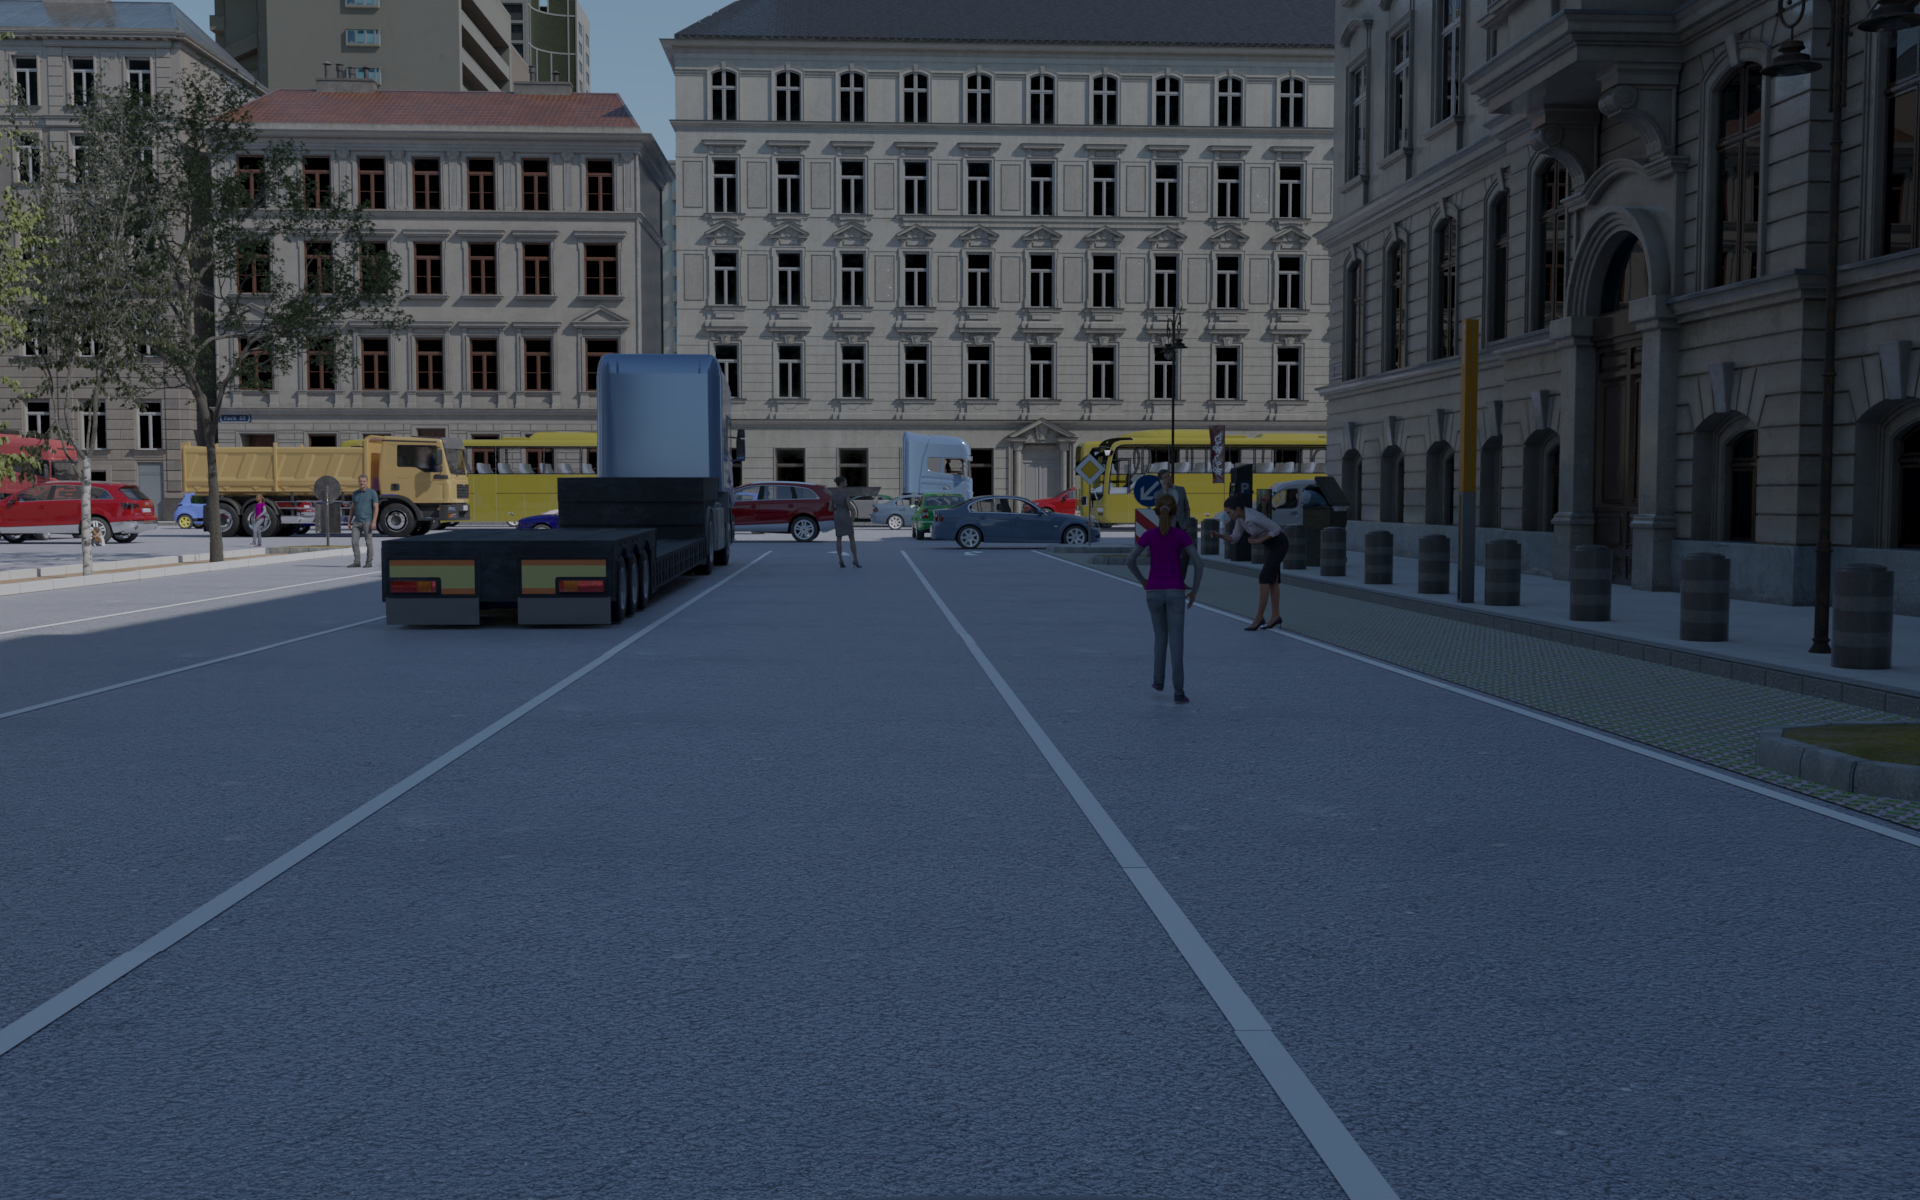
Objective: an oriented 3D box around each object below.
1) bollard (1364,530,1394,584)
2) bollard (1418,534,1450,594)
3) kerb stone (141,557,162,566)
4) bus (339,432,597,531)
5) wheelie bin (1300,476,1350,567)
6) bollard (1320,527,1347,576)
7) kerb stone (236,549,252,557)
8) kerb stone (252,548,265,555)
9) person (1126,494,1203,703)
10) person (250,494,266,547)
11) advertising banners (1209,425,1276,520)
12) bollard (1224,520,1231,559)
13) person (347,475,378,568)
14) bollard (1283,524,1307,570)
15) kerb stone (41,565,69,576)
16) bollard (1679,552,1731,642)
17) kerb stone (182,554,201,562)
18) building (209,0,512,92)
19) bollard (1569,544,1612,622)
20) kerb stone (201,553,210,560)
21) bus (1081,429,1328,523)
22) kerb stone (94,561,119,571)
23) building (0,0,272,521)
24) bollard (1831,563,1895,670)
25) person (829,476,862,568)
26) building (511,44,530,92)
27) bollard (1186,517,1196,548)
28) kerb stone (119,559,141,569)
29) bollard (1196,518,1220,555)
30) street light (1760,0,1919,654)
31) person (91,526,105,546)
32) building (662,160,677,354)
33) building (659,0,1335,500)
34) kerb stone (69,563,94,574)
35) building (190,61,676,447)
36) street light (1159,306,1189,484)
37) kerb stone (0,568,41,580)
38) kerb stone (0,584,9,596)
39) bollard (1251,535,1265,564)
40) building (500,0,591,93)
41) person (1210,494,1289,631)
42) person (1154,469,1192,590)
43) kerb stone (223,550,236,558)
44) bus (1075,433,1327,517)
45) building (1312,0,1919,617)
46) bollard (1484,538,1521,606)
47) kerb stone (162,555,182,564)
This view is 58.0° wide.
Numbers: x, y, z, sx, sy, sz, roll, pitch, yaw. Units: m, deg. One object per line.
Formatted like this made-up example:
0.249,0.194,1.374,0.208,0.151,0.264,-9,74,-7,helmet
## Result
5.987,-0.614,24.751,0.404,0.777,0.398,0,3,0,bollard
6.122,-0.468,22.363,0.404,0.777,0.398,0,3,0,bollard
-16.202,-0.750,34.497,0.120,0.150,1.000,0,4,-3,kerb stone
-18.182,-4.746,69.152,12.252,3.916,2.896,0,4,-5,bus
6.438,-1.394,30.693,0.693,1.594,0.980,3,5,42,wheelie bin
5.851,-0.760,27.138,0.404,0.777,0.398,0,3,0,bollard
-16.497,-1.067,39.644,0.120,0.150,1.000,0,4,-3,kerb stone
-16.550,-1.130,40.676,0.120,0.150,1.000,0,4,-3,kerb stone
1.434,-0.019,12.052,0.726,1.435,0.776,1,4,10,person
-19.027,-2.141,46.736,0.726,1.435,0.776,2,4,27,person
7.032,-2.885,43.356,0.090,3.025,2.074,-3,5,-43,advertising banners
5.436,-1.198,34.300,0.404,0.777,0.398,0,3,0,bollard
-11.649,-1.535,33.730,0.598,1.807,0.434,1,4,22,person
5.708,-0.906,29.525,0.404,0.777,0.398,0,3,0,bollard
-15.971,-0.498,30.375,0.120,0.150,1.000,0,4,-3,kerb stone
6.537,-0.029,15.196,0.404,0.777,0.398,0,3,0,bollard
-16.323,-0.875,36.550,0.120,0.150,1.000,0,4,-3,kerb stone
-51.178,-32.117,148.818,21.300,48.544,21.600,0,4,-3,building
6.404,-0.175,17.584,0.404,0.777,0.398,0,3,0,bollard
-16.372,-0.938,37.582,0.120,0.150,1.000,0,4,-3,kerb stone
10.938,-4.607,66.873,12.252,3.916,2.896,0,4,-5,bus
-16.083,-0.626,32.435,0.120,0.150,1.000,0,4,-3,kerb stone
-48.389,-17.618,85.320,25.104,27.353,12.463,0,4,-3,building
6.675,0.117,12.808,0.404,0.777,0.398,0,3,0,bollard
-2.236,-1.523,33.738,0.599,1.781,0.374,2,4,29,person
-49.090,-31.610,166.932,14.600,45.320,14.200,0,4,-3,building
5.165,-1.490,39.083,0.404,0.777,0.398,0,3,0,bollard
-16.145,-0.686,33.471,0.120,0.150,1.000,0,4,-3,kerb stone
5.300,-1.344,36.695,0.404,0.777,0.398,0,3,0,bollard
6.958,-2.510,13.821,0.468,5.910,1.993,0,4,-3,street light
-23.677,-1.747,47.536,0.357,0.543,0.381,-2,4,-35,person
-38.897,-38.624,251.102,30.456,49.044,23.786,0,4,-3,building
7.520,-19.231,90.849,44.131,29.872,17.030,0,4,-3,building
-16.030,-0.563,31.408,0.120,0.150,1.000,0,4,-3,kerb stone
-25.272,-15.301,86.321,21.152,22.565,11.583,0,4,-3,building
5.246,-4.273,42.658,0.468,5.910,1.993,0,4,-3,street light
-15.907,-0.436,29.341,0.120,0.150,1.000,0,4,-3,kerb stone
-13.519,-0.131,24.332,0.120,0.150,1.000,0,4,-3,kerb stone
5.572,-1.052,31.912,0.404,0.777,0.398,0,3,0,bollard
-64.278,-49.468,247.057,20.611,71.187,20.563,0,4,-3,building
3.074,-0.398,18.190,0.628,1.438,0.799,3,4,36,person
3.191,-1.050,25.850,0.592,1.802,0.473,0,4,3,person
-16.441,-1.000,38.612,0.120,0.150,1.000,0,4,-3,kerb stone
10.929,-4.856,70.937,12.252,3.916,2.896,0,4,-2,bus
14.758,-12.527,23.903,14.460,24.649,34.723,0,4,-3,building
6.261,-0.322,19.976,0.404,0.777,0.398,0,3,0,bollard
-16.263,-0.815,35.523,0.120,0.150,1.000,0,4,-3,kerb stone
